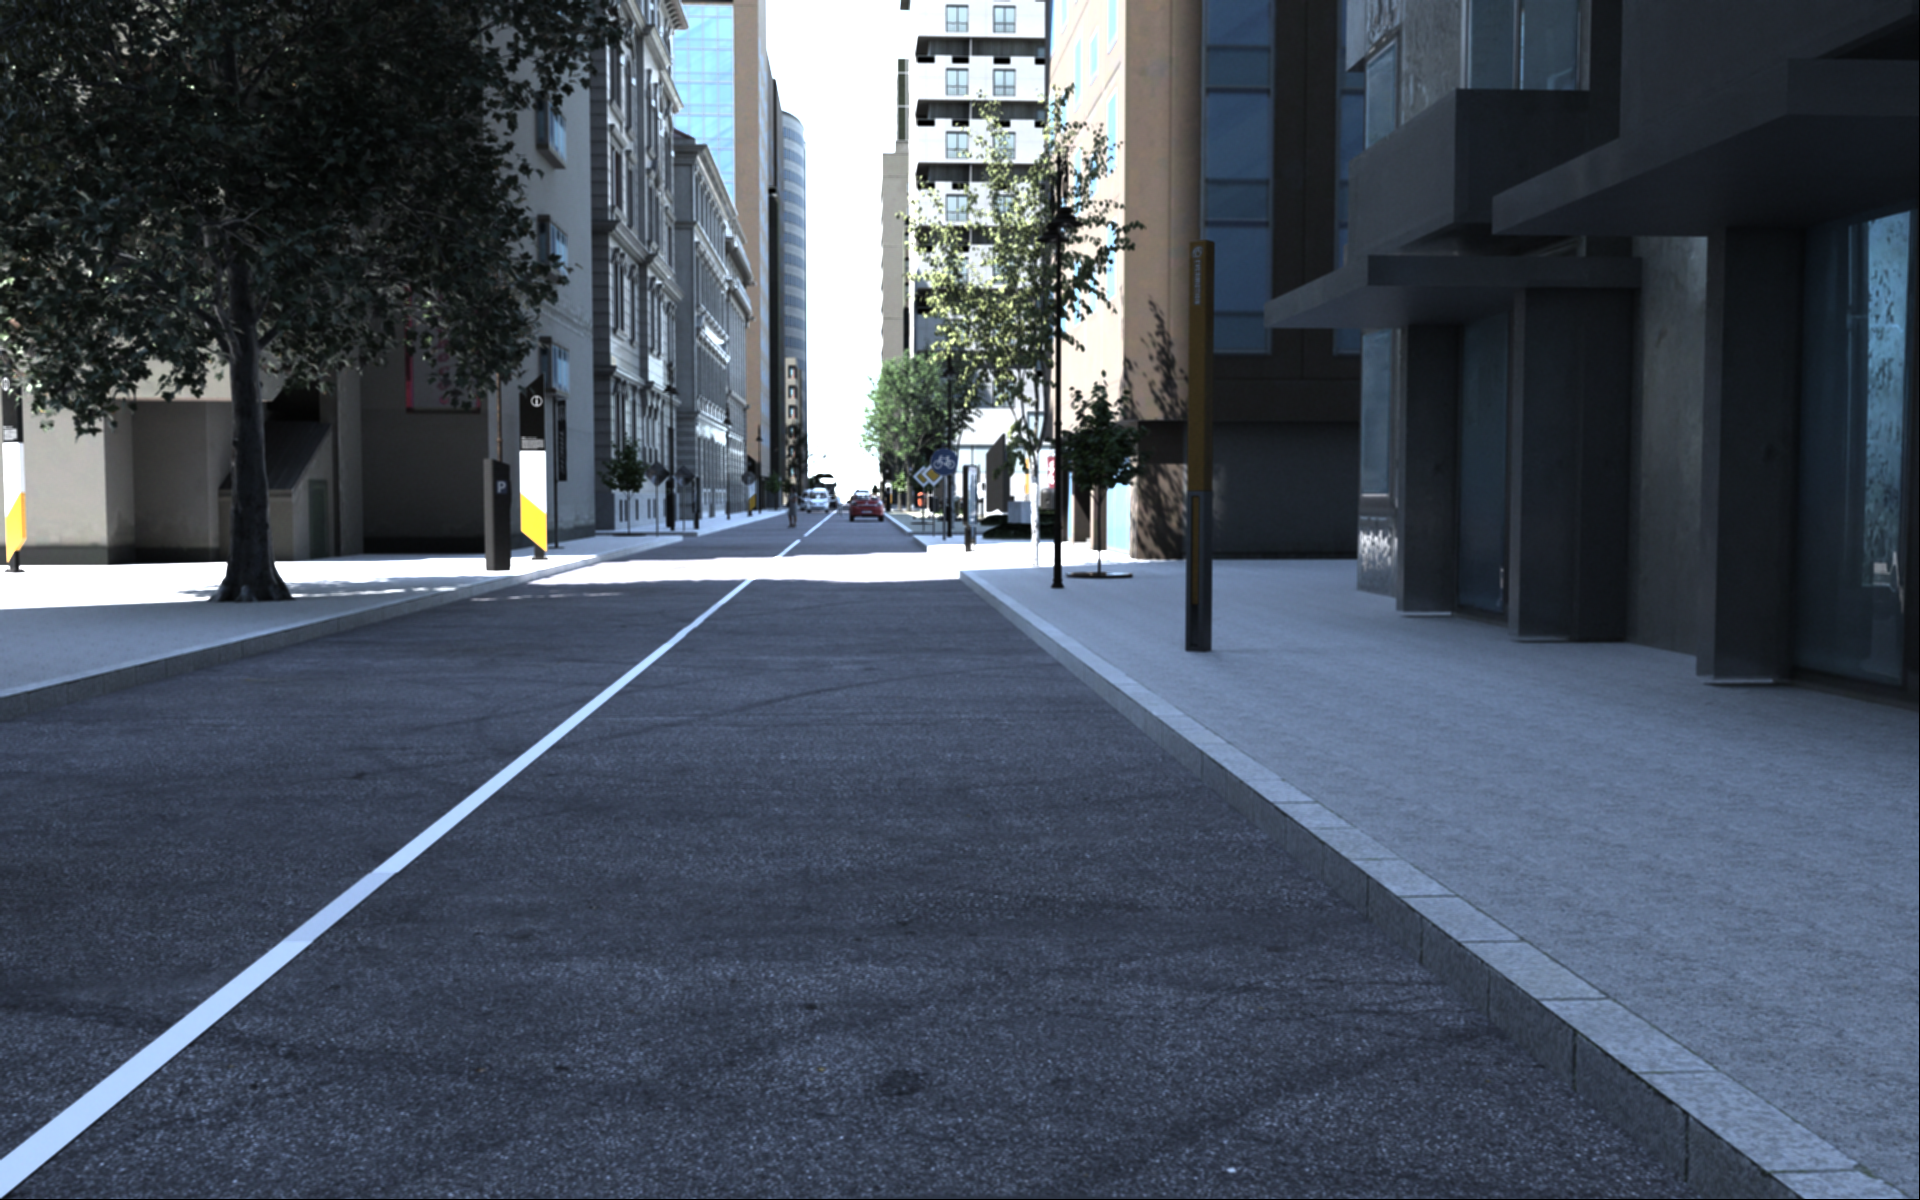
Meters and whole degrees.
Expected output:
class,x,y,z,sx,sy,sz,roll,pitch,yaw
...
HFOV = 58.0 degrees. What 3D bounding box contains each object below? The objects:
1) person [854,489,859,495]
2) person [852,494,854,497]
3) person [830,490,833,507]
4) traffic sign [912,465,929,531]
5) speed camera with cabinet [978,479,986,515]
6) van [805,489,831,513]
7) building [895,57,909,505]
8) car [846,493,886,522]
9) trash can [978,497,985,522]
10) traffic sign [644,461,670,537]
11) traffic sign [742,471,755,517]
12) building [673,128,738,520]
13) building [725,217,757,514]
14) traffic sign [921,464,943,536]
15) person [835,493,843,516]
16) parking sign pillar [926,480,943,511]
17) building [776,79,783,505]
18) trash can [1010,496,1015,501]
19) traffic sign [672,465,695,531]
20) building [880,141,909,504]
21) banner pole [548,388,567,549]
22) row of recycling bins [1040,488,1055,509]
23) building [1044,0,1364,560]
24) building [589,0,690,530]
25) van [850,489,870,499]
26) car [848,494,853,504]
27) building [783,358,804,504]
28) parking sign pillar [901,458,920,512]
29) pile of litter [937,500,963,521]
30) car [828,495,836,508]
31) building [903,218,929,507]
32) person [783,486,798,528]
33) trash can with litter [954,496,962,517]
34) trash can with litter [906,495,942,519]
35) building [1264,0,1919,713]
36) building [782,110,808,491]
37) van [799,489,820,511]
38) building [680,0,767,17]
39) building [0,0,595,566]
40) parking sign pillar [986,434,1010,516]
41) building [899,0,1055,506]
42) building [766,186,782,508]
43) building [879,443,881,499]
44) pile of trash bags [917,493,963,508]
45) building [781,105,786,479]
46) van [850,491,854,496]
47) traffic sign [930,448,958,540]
class,x,y,z,sx,sy,sz,roll,pitch,yaw
person,-7.728,-7.435,129.917,0.638,1.841,0.748,-2,4,-24
person,-12.602,-12.340,210.278,1.348,1.821,0.705,1,4,11
person,-14.285,-11.281,192.575,0.705,1.869,1.348,0,4,-5
traffic sign,-1.270,-3.468,60.350,0.795,2.450,0.064,0,4,-3
speed camera with cabinet,1.436,-6.683,103.596,0.660,3.252,2.038,-1,4,-19
van,-10.935,-7.731,133.407,2.013,2.044,4.112,0,4,-3
building,-2.384,-51.719,283.851,20.563,71.187,20.611,0,4,-3
car,-4.972,-5.067,91.887,2.155,1.783,4.494,0,4,-4
trash can,0.805,-4.183,80.045,0.748,1.137,0.748,0,3,0
traffic sign,-9.077,-2.952,51.909,0.795,2.450,0.064,0,4,-3
traffic sign,-11.869,-5.938,97.190,0.768,2.556,0.104,0,4,0
building,-18.558,-15.771,94.005,11.583,22.565,21.152,0,4,-3
building,-21.005,-16.800,116.482,13.314,21.916,24.055,0,4,-3
traffic sign,-0.796,-2.981,52.379,0.795,2.450,0.064,0,4,-3
person,-7.790,-6.174,112.038,0.523,1.515,0.503,1,4,22
parking sign pillar,-1.878,-8.893,133.874,1.447,3.967,1.447,0,4,2
building,-25.346,-31.737,169.012,14.600,45.320,14.200,0,4,-3
trash can,3.949,-7.576,135.525,0.748,1.137,0.748,0,3,0
traffic sign,-9.551,-3.440,59.880,0.795,2.450,0.064,0,4,-3
building,-0.009,-37.337,234.163,21.300,48.544,21.600,0,4,-3
banner pole,-9.403,-3.097,40.660,0.401,3.779,0.863,-3,4,-37
row of recycling bins,6.221,-6.720,116.982,1.069,1.692,3.534,1,4,17
building,9.597,-23.814,39.472,14.600,45.320,14.200,0,4,-3
building,-19.044,-17.345,70.978,14.401,28.519,23.554,0,4,-3
van,-8.463,-8.707,149.377,2.013,2.044,4.112,0,4,-5
car,-14.442,-14.002,239.157,2.015,1.641,3.980,0,4,-4
building,-35.411,-23.726,232.961,27.650,21.520,28.899,0,4,-3
parking sign pillar,-3.641,-8.495,127.361,1.447,3.967,1.447,0,4,6
pile of litter,-0.484,-4.174,82.206,1.176,0.858,1.719,-3,4,-37
car,-13.730,-10.221,179.685,1.945,1.354,3.894,0,4,-4
building,1.006,-25.171,183.253,14.160,30.474,14.107,0,4,-3
person,-7.236,-3.972,73.803,0.532,1.782,0.716,-2,4,-33
trash can with litter,-0.308,-5.329,98.521,0.624,1.170,1.055,1,4,22
trash can with litter,-1.717,-4.792,89.406,2.233,1.210,1.678,-1,4,-9
building,15.554,-23.840,9.386,23.786,49.044,30.456,0,4,-3
building,-33.852,-43.944,260.476,21.231,58.520,28.212,0,4,-3
van,-12.919,-8.732,149.773,2.013,2.044,4.112,0,4,-3
building,-22.856,-30.015,140.855,14.600,45.320,14.200,0,4,-3
building,-20.850,-25.432,39.522,21.600,48.544,21.300,0,4,-3
parking sign pillar,1.706,-5.463,77.786,1.447,3.967,1.447,-2,4,-35
building,9.032,-35.047,162.250,28.713,52.752,27.495,0,4,-3
building,-23.451,-23.469,155.426,14.160,30.474,14.107,0,4,-3
building,1.838,-25.433,260.865,27.650,21.520,28.899,0,4,-3
pile of trash bags,-1.119,-6.304,112.820,3.447,1.369,1.912,1,4,11
building,-25.895,-32.604,183.178,14.600,45.320,14.200,0,4,-3
van,-15.423,-15.419,259.114,2.013,2.044,4.112,0,4,-4
traffic sign,-0.438,-2.933,48.056,0.768,2.556,0.104,0,3,0
